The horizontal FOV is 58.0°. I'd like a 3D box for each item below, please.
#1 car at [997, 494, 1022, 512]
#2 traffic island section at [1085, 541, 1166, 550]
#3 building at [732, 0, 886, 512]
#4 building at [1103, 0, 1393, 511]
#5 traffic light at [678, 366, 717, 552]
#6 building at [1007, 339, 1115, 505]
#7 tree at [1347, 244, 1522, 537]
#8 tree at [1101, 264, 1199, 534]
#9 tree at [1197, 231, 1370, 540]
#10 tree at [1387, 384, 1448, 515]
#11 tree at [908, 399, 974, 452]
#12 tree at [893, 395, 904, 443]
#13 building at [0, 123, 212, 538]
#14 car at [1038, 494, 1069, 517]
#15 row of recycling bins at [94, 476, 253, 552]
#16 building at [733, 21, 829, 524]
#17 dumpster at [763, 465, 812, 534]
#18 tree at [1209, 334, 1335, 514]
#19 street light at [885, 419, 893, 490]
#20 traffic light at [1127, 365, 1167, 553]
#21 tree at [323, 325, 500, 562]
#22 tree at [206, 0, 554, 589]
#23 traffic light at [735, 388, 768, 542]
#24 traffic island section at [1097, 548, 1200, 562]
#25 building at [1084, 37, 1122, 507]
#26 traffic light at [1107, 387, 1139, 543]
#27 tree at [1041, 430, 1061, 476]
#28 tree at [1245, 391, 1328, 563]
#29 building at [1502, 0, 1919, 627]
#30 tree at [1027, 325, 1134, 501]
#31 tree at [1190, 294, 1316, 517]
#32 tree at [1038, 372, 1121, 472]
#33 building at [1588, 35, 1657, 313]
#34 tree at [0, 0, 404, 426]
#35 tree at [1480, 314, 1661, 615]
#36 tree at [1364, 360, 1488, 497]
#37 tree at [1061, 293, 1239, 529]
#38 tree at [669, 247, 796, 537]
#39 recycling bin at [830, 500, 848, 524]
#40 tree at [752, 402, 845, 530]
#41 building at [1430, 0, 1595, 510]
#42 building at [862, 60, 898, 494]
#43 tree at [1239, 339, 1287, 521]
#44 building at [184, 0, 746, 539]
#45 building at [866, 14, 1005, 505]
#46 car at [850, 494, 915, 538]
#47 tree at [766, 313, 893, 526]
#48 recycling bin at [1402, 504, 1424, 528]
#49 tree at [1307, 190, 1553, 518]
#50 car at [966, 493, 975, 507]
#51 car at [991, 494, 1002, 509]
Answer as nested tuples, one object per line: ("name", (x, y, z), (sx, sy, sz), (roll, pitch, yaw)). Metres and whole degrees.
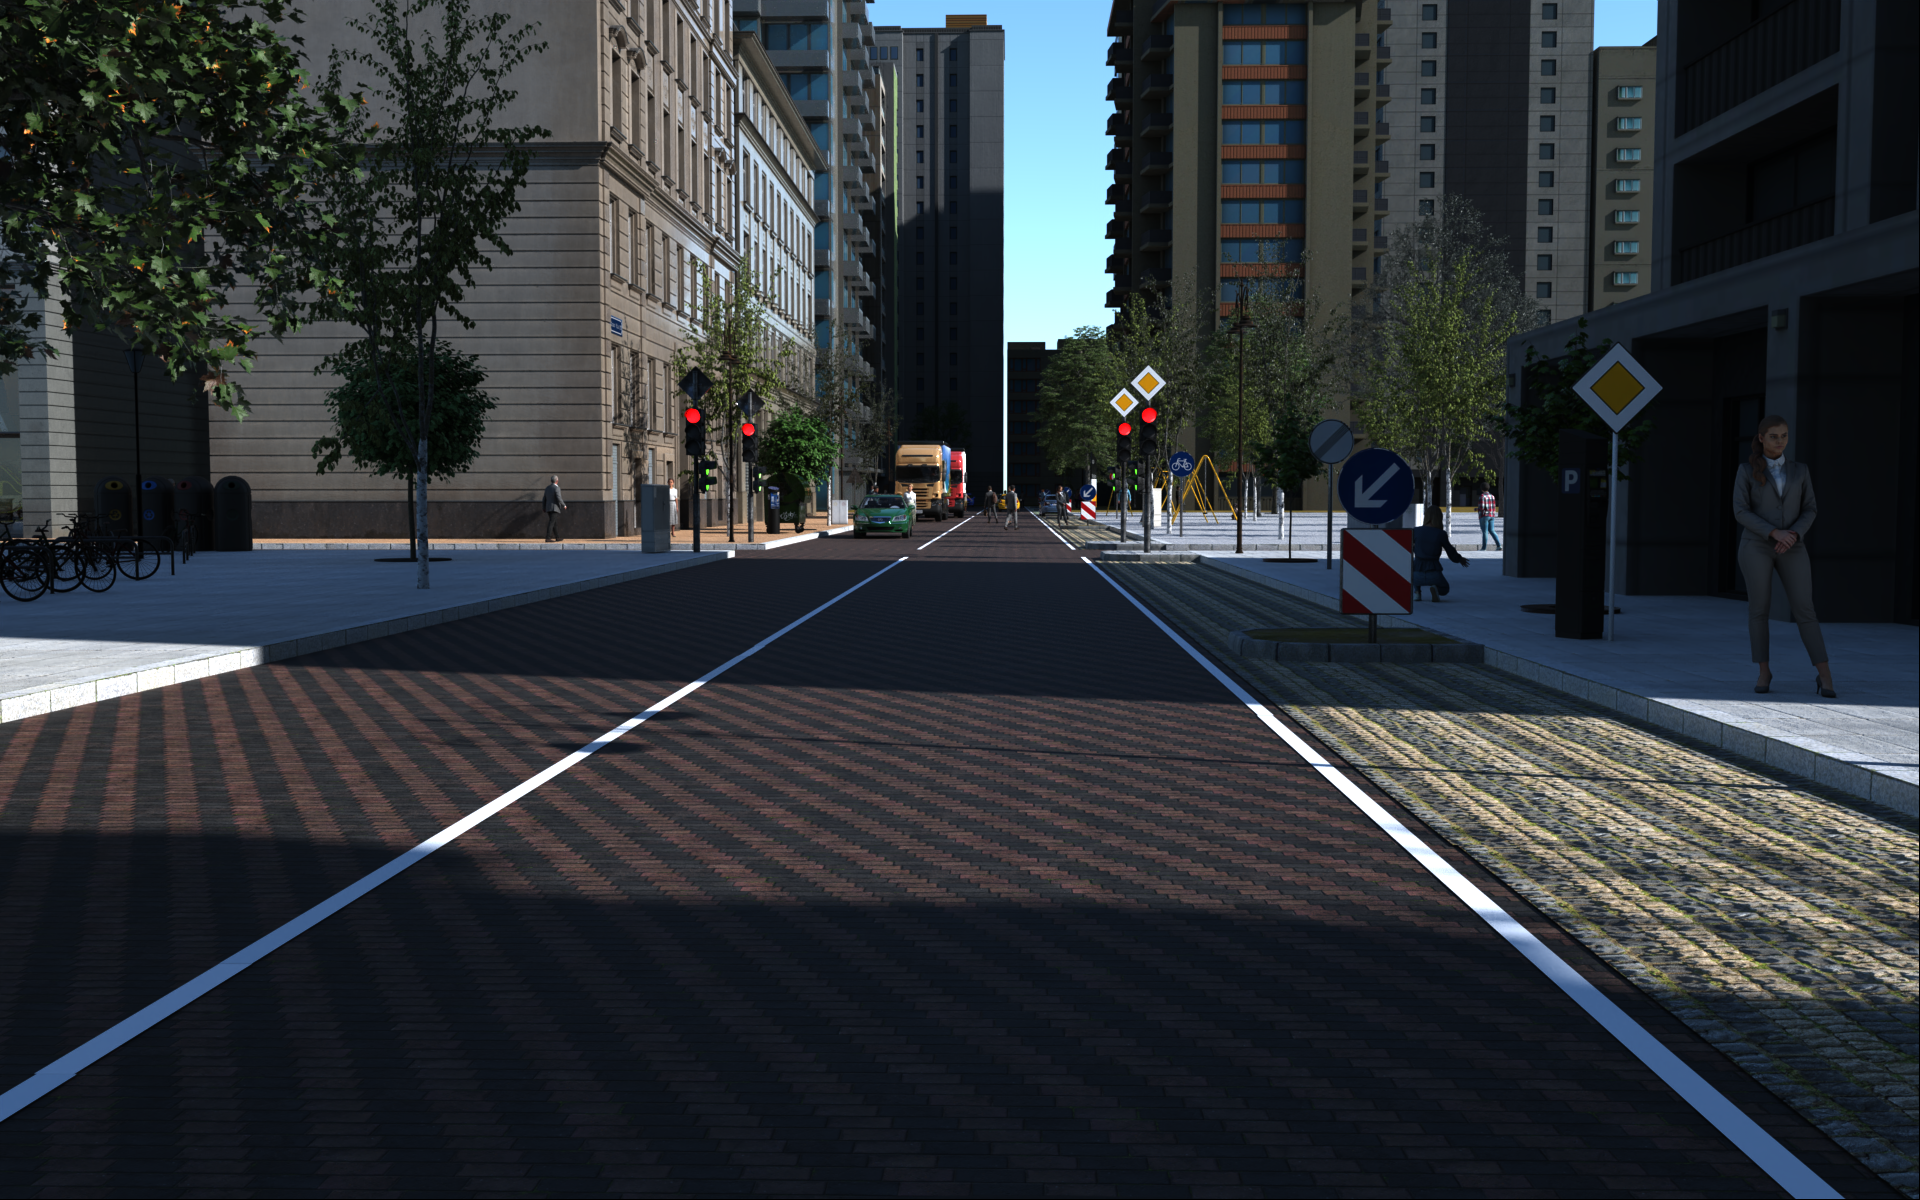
("car", (3.941, -7.858, 138.696), (2.015, 1.641, 3.980), (0, 4, 3))
("traffic island section", (4.347, -1.442, 45.861), (2.009, 0.180, 2.903), (0, 4, 2))
("building", (-18.373, -31.621, 136.609), (23.786, 49.044, 30.456), (0, 4, 2))
("building", (23.666, -30.098, 146.726), (22.147, 44.769, 28.867), (0, 4, 2))
("traffic light", (-5.782, -3.004, 38.035), (0.839, 4.253, 0.868), (0, 4, 2))
("building", (20.477, -22.973, 220.645), (28.899, 21.520, 27.650), (0, 4, 2))
("tree", (14.669, -6.161, 51.087), (4.737, 8.622, 4.395), (0, 3, 0))
("tree", (6.743, -6.469, 56.129), (4.360, 8.622, 3.978), (0, 3, 0))
("tree", (9.100, -5.998, 48.422), (4.360, 8.622, 3.978), (0, 3, 0))
("tree", (28.714, -9.622, 107.676), (4.360, 8.622, 3.978), (0, 3, 0))
("tree", (-2.076, -16.043, 188.058), (9.928, 11.665, 9.643), (0, 3, 0))
("tree", (-5.599, -9.743, 109.653), (4.360, 8.622, 3.978), (0, 3, 0))
("building", (-40.790, -16.968, 54.925), (29.804, 29.767, 11.434), (0, 4, 2))
("car", (5.984, -6.015, 110.344), (2.014, 1.417, 4.499), (0, 3, 0))
("row of recycling bins", (-17.720, -1.952, 39.031), (3.534, 1.692, 1.069), (0, 4, 1))
("building", (-16.236, -15.611, 88.525), (16.112, 22.955, 30.059), (0, 4, 2))
("dumpster", (-5.737, -3.334, 57.001), (1.502, 2.255, 1.985), (0, 4, 2))
("tree", (19.932, -11.287, 110.304), (9.928, 11.665, 9.643), (0, 3, 0))
("street light", (-4.272, -8.047, 104.358), (0.468, 5.910, 1.993), (0, 4, 2))
("traffic light", (4.076, -2.987, 37.766), (0.839, 4.253, 0.868), (0, 4, 2))
("tree", (-10.489, -3.033, 33.309), (4.285, 4.588, 4.351), (0, 3, 0))
("tree", (-7.509, -4.462, 23.321), (4.737, 8.622, 4.395), (0, 3, 0))
("traffic light", (-5.550, -3.492, 46.017), (0.839, 4.253, 0.868), (0, 4, 2))
("traffic island section", (4.116, -0.954, 37.879), (2.009, 0.180, 2.903), (0, 4, 2))
("building", (24.574, -52.804, 176.024), (22.319, 86.520, 31.000), (0, 4, 2))
("traffic light", (4.307, -3.476, 45.748), (0.839, 4.253, 0.868), (0, 4, 2))
("tree", (10.010, -13.001, 162.929), (4.737, 8.622, 4.395), (0, 3, 0))
("tree", (6.143, -2.337, 32.807), (1.663, 3.219, 1.824), (0, 3, 0))
("building", (18.471, -35.252, 14.622), (20.563, 71.187, 20.611), (0, 4, 2))
("tree", (8.261, -12.163, 116.993), (7.486, 12.596, 7.792), (0, 3, 0))
("tree", (16.589, -11.034, 98.538), (7.486, 12.596, 7.792), (0, 3, 0))
("tree", (9.196, -11.832, 127.873), (7.601, 10.594, 8.767), (1, 4, 13))
("building", (73.355, -34.069, 180.735), (21.600, 48.544, 21.300), (0, 4, 2))
("tree", (-8.220, -5.755, 11.095), (9.611, 12.733, 9.660), (0, 3, 0))
("tree", (6.753, -1.474, 18.706), (1.663, 3.219, 1.824), (0, 3, 0))
("tree", (31.294, -11.109, 116.046), (8.767, 10.594, 7.601), (-1, 4, -10))
("tree", (6.877, -6.864, 62.581), (4.737, 8.622, 4.395), (0, 3, 0))
("tree", (-6.995, -6.239, 52.370), (4.737, 8.622, 4.395), (0, 3, 0))
("recycling bin", (-5.154, -3.726, 73.471), (0.722, 1.027, 0.722), (-1, 4, -11))
("tree", (-5.780, -4.762, 61.575), (4.285, 4.588, 4.351), (0, 3, 0))
("building", (52.231, -45.417, 180.815), (20.611, 71.187, 20.563), (0, 4, 2))
("building", (-13.176, -29.111, 159.554), (14.154, 41.232, 14.086), (0, 4, 2))
("tree", (13.808, -8.011, 81.338), (4.737, 8.622, 4.395), (0, 3, 0))
("building", (-15.417, -16.120, 60.825), (12.463, 27.353, 25.104), (0, 4, 2))
("building", (-8.522, -41.304, 217.313), (28.212, 58.520, 21.231), (0, 4, 2))
("car", (-2.535, -2.793, 57.462), (2.131, 1.459, 4.920), (0, 3, 0))
("tree", (-5.552, -7.323, 70.094), (4.360, 8.622, 3.978), (0, 3, 0))
("recycling bin", (11.644, -1.995, 45.176), (0.722, 1.027, 0.722), (2, 4, 30))
("tree", (19.083, -9.744, 69.688), (12.009, 13.543, 11.850), (0, 3, 0))
("car", (0.749, -11.317, 194.626), (1.945, 1.707, 3.694), (0, 4, 0))
("car", (3.641, -9.461, 164.907), (2.015, 1.641, 3.980), (0, 4, 0))
